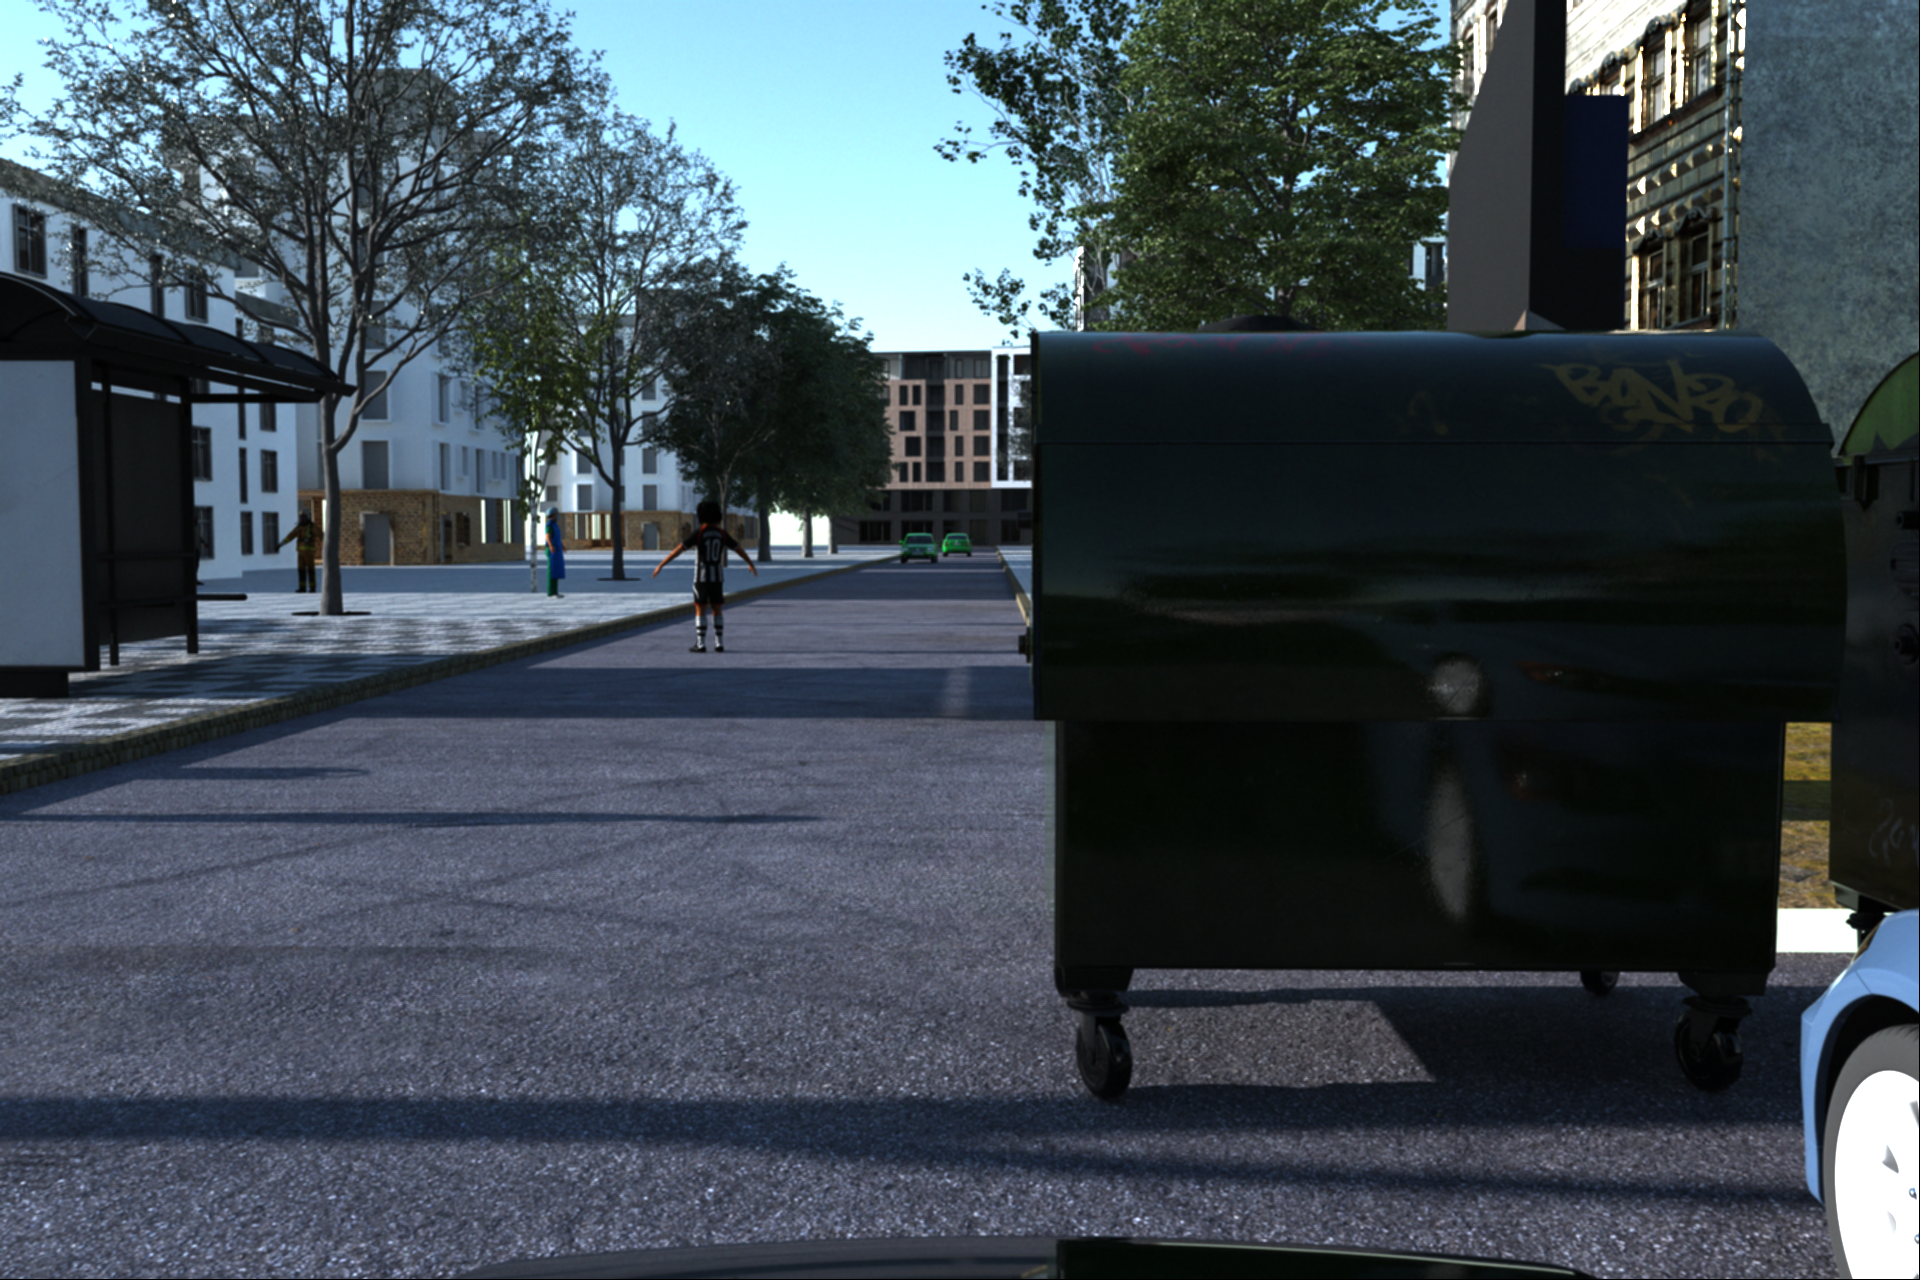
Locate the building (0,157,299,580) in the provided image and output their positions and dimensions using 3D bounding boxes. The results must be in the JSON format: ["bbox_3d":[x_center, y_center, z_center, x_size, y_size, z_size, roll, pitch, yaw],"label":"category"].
[{"bbox_3d":[-25.765,-6.678,51.329,9.099,9.664,28.070,0,4,0],"label":"building"}]

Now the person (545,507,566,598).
[{"bbox_3d":[-8.100,-1.744,34.648,0.704,1.817,1.347,0,4,-3],"label":"person"}]

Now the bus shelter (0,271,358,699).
[{"bbox_3d":[-7.519,-1.349,15.977,2.014,3.302,5.546,0,4,1],"label":"bus shelter"}]

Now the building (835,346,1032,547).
[{"bbox_3d":[3.566,-21.728,201.685,32.646,21.610,27.936,1,4,10],"label":"building"}]

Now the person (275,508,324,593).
[{"bbox_3d":[-14.270,-1.957,37.767,1.354,1.858,0.705,1,4,12],"label":"person"}]

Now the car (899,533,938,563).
[{"bbox_3d":[-2.039,-4.773,86.839,1.959,1.807,4.718,0,4,1],"label":"car"}]

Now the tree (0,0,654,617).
[{"bbox_3d":[-9.811,-7.136,27.050,12.009,13.543,11.850,0,3,0],"label":"tree"}]

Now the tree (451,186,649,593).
[{"bbox_3d":[-9.152,-5.351,37.849,4.737,8.622,4.395,0,3,0],"label":"tree"}]

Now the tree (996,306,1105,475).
[{"bbox_3d":[6.983,-11.175,93.074,12.009,13.543,11.850,0,3,0],"label":"tree"}]

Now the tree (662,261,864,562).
[{"bbox_3d":[-9.149,-10.588,79.762,9.857,13.997,8.962,0,3,0],"label":"tree"}]

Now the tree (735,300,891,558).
[{"bbox_3d":[-8.458,-11.478,94.327,9.857,13.997,8.962,0,3,0],"label":"tree"}]

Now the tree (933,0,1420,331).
[{"bbox_3d":[5.483,-11.570,45.066,12.611,20.169,13.585,0,3,0],"label":"tree"}]

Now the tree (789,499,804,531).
[{"bbox_3d":[-18.192,-15.317,200.787,4.737,8.622,4.395,0,3,0],"label":"tree"}]

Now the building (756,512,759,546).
[{"bbox_3d":[-26.075,-19.222,170.694,16.016,20.090,11.380,0,4,2],"label":"building"}]

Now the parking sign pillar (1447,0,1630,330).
[{"bbox_3d":[2.702,-1.211,8.270,1.447,3.967,1.447,0,3,0],"label":"parking sign pillar"}]

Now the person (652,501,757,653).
[{"bbox_3d":[-3.061,-0.760,21.030,1.345,1.843,0.704,-2,4,-30],"label":"person"}]

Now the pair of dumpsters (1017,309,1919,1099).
[{"bbox_3d":[2.378,0.007,4.829,4.436,2.255,1.574,0,4,1],"label":"pair of dumpsters"}]

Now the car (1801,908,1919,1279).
[{"bbox_3d":[2.384,0.653,1.321,2.014,1.417,4.499,0,4,1],"label":"car"}]

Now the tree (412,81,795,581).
[{"bbox_3d":[-9.598,-8.395,47.621,12.009,13.543,11.850,0,3,0],"label":"tree"}]

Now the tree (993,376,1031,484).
[{"bbox_3d":[7.452,-11.994,106.473,12.009,13.543,11.850,0,3,0],"label":"tree"}]

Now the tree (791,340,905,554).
[{"bbox_3d":[-8.209,-12.579,112.328,9.857,13.997,8.962,0,3,0],"label":"tree"}]

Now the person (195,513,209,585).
[{"bbox_3d":[-19.193,-2.282,43.433,0.705,1.813,1.348,0,4,-3],"label":"person"}]

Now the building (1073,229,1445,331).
[{"bbox_3d":[22.538,-17.665,132.797,27.936,21.610,32.646,0,4,1],"label":"building"}]

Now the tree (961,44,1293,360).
[{"bbox_3d":[6.517,-12.855,66.075,12.611,20.169,13.585,0,3,0],"label":"tree"}]

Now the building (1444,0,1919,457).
[{"bbox_3d":[22.166,-12.616,37.204,19.493,23.208,18.063,0,4,1],"label":"building"}]

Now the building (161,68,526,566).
[{"bbox_3d":[-26.430,-13.181,71.924,16.016,20.090,11.380,0,4,0],"label":"building"}]

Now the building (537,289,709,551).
[{"bbox_3d":[-26.710,-17.032,134.891,16.016,20.090,11.380,0,4,2],"label":"building"}]

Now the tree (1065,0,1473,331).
[{"bbox_3d":[5.486,-6.832,29.823,7.486,12.596,7.792,0,3,0],"label":"tree"}]

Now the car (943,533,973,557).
[{"bbox_3d":[-0.168,-6.165,109.590,1.959,1.807,4.718,0,4,1],"label":"car"}]

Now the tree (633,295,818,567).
[{"bbox_3d":[-8.856,-8.085,66.599,8.767,10.594,7.601,3,4,36],"label":"tree"}]

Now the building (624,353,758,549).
[{"bbox_3d":[-24.582,-18.077,151.973,16.016,20.090,11.380,0,4,2],"label":"building"}]
